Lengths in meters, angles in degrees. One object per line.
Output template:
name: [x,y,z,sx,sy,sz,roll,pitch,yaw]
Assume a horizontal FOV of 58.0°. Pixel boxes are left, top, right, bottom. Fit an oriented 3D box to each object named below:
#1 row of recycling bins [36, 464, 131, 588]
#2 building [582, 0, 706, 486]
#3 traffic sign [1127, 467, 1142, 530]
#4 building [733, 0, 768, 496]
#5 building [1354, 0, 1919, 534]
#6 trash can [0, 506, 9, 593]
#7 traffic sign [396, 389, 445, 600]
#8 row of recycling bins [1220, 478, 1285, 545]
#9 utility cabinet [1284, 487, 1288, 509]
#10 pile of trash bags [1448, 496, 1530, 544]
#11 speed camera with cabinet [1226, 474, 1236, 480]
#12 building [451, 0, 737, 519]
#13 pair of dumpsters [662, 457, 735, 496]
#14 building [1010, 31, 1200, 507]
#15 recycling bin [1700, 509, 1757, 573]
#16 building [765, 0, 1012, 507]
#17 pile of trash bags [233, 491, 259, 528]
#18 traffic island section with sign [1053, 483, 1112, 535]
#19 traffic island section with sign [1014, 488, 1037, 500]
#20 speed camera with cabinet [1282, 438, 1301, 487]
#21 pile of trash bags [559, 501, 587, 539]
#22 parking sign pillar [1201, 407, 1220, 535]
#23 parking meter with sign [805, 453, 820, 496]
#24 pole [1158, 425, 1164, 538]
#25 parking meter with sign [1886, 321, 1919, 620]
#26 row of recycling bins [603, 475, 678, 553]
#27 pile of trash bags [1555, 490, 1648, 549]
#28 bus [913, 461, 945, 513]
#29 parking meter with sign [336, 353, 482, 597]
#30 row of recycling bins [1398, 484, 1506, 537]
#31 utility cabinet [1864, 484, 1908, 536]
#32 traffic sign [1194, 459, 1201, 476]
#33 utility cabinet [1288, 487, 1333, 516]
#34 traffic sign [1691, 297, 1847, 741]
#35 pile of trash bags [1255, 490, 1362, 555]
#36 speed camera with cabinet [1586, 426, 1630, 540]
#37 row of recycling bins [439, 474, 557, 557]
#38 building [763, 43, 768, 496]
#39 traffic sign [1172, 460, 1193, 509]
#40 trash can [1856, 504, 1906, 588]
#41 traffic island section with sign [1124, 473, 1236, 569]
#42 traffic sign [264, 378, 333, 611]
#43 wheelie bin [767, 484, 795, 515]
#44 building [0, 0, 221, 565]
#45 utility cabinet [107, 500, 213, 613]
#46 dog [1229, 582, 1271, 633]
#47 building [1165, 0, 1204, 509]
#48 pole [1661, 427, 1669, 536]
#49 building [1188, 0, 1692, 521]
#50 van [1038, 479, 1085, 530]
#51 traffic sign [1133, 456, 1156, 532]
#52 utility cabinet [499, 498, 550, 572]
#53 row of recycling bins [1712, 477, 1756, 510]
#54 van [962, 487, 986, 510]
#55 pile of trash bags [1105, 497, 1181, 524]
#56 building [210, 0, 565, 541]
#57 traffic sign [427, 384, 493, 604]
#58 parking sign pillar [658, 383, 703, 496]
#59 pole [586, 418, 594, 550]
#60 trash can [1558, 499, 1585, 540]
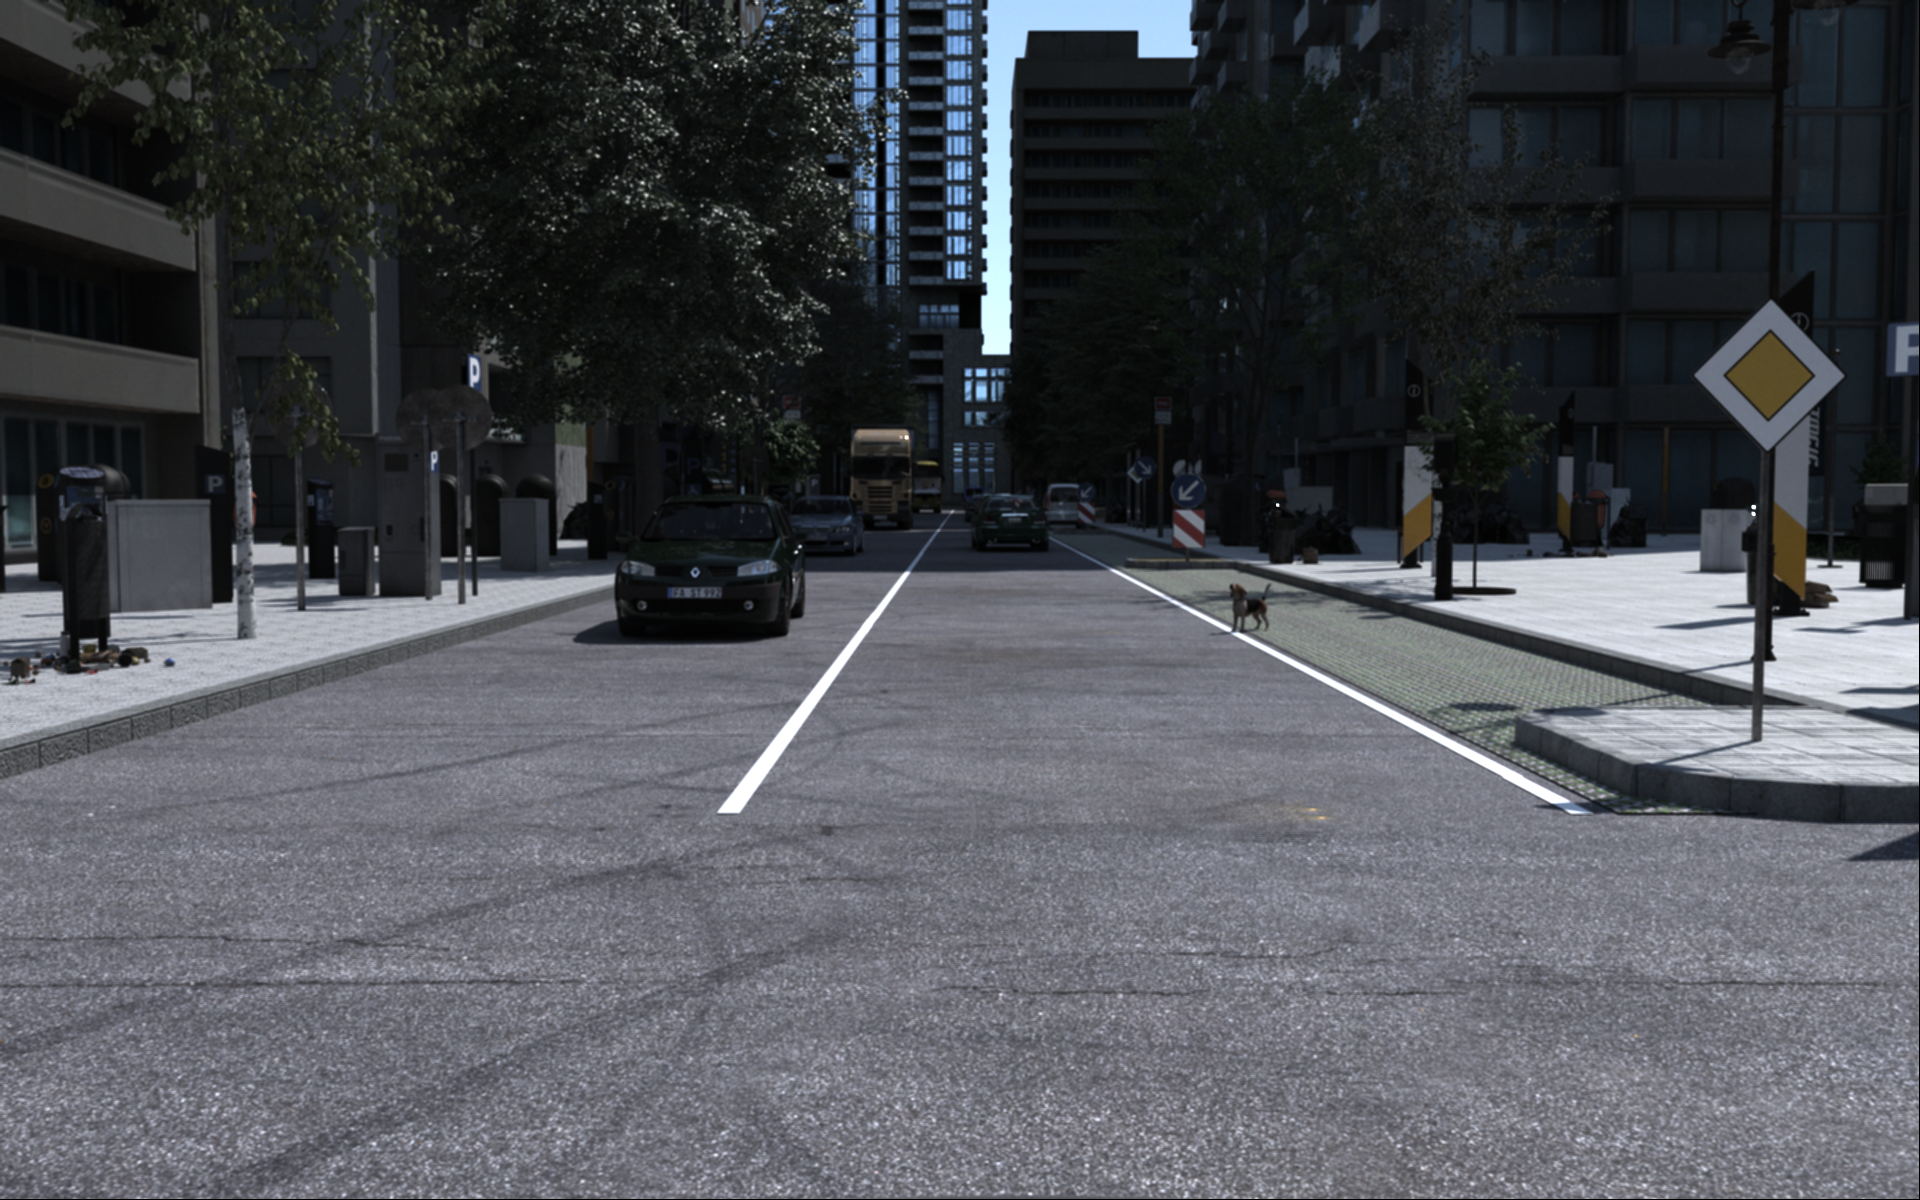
row of recycling bins: [-12.443,-1.073,24.657,1.069,1.692,3.534,-2,4,-33]
building: [-21.488,-19.537,91.127,14.160,30.474,14.107,0,4,0]
traffic sign: [6.329,-3.703,61.729,0.795,2.450,0.064,0,4,8]
building: [-21.057,-28.699,119.335,14.600,45.320,14.200,0,4,0]
building: [25.774,-27.432,68.115,23.786,49.044,30.456,0,4,0]
trash can: [-12.108,-0.591,21.320,0.748,1.137,0.748,0,3,0]
traffic sign: [-6.446,-1.275,20.947,0.768,2.556,0.104,0,4,5]
row of recycling bins: [7.605,-2.328,45.180,1.069,1.692,3.534,2,4,27]
utility cabinet: [10.986,-2.910,56.256,1.173,1.500,0.318,2,4,24]
pile of trash bags: [14.316,-2.154,44.972,3.447,1.369,1.912,1,4,12]
speed camera with cabinet: [13.011,-5.302,81.031,0.660,3.252,2.038,-1,4,-12]
building: [-21.467,-25.786,105.197,14.154,41.232,14.086,0,4,0]
pair of dumpsters: [-6.799,-2.562,44.377,1.574,2.255,4.437,0,4,0]
building: [16.101,-34.375,185.731,21.600,48.544,21.300,0,4,0]
recycling bin: [12.770,-0.990,28.736,0.722,1.027,0.722,3,5,43]
building: [-10.201,-53.296,184.067,31.000,86.520,22.319,0,4,0]
pile of trash bags: [-18.097,-1.864,40.237,3.447,1.369,1.912,-3,4,-38]
traffic island section with sign: [4.333,-3.242,61.639,1.989,1.847,2.006,0,4,0]
traffic island section with sign: [4.483,-6.297,111.576,1.989,1.847,2.006,0,4,0]
speed camera with cabinet: [11.832,-4.146,62.131,0.660,3.252,2.038,0,4,8]
pile of trash bags: [-10.208,-2.496,50.564,1.912,1.369,3.447,1,4,14]
parking sign pillar: [7.835,-4.026,54.298,1.447,3.967,1.447,0,4,2]
parking meter with sign: [-5.758,-4.348,67.355,0.543,3.016,1.738,-1,4,-19]
pole: [5.909,-3.495,50.994,0.158,3.312,0.155,0,3,0]
parking meter with sign: [10.308,-1.335,18.091,1.738,3.016,0.543,-3,4,-39]
row of recycling bins: [-6.931,-1.867,37.632,1.069,1.692,3.534,-2,4,-26]
pile of trash bags: [15.550,-1.958,41.763,1.912,1.369,3.447,2,4,26]
bus: [-2.603,-8.628,132.608,2.896,3.916,12.252,0,4,0]
parking meter with sign: [-6.949,-1.562,21.805,1.738,3.016,0.543,0,4,2]
row of recycling bins: [14.703,-2.735,51.835,1.069,1.692,3.534,-3,5,-44]
utility cabinet: [20.508,-1.793,37.999,1.173,1.500,0.318,3,4,38]
traffic sign: [8.781,-3.801,62.255,0.768,2.556,0.104,0,4,1]
utility cabinet: [10.377,-2.594,51.093,1.173,1.500,0.318,1,4,15]
traffic sign: [4.140,-0.324,8.943,0.795,2.450,0.064,0,4,0]
pile of trash bags: [7.404,-1.731,38.060,1.912,1.369,3.447,-1,4,-10]
speed camera with cabinet: [18.593,-3.384,49.663,0.660,3.252,2.038,0,4,1]
row of recycling bins: [-10.189,-1.766,35.989,3.534,1.692,1.069,-1,4,-12]
building: [-29.097,-29.719,140.527,28.867,44.769,22.147,0,4,0]
traffic sign: [8.244,-3.918,64.159,0.768,2.556,0.104,0,4,1]
trash can: [12.699,-0.741,23.768,0.748,1.137,0.748,0,3,0]
traffic island section with sign: [4.235,-1.531,33.666,1.989,1.847,2.006,0,4,0]
traffic sign: [-7.240,-1.154,18.967,0.768,2.556,0.104,0,4,4]
wheelie bin: [-5.613,-2.823,54.066,0.980,1.594,0.693,-1,4,-18]
building: [-26.850,-24.611,26.097,21.300,48.544,21.600,0,4,0]
utility cabinet: [-8.828,-0.486,19.109,0.306,1.237,1.020,3,5,43]
dog: [3.025,0.076,18.041,0.406,0.507,0.540,1,4,12]
building: [26.598,-50.287,134.870,22.319,86.520,31.000,0,4,0]
pole: [21.452,-3.599,52.679,0.158,3.312,0.155,0,3,0]
building: [26.054,-29.709,105.345,23.786,49.044,30.456,0,4,0]
van: [4.124,-3.802,69.171,2.013,2.044,4.112,0,4,1]
traffic sign: [6.226,-3.567,58.421,0.768,2.556,0.104,0,4,3]
utility cabinet: [-7.232,-1.077,28.774,1.020,1.237,0.306,3,5,41]
row of recycling bins: [19.400,-2.217,43.358,1.069,1.692,3.534,1,4,21]
van: [1.283,-9.273,156.005,2.240,2.365,5.245,0,3,0]
pile of trash bags: [8.065,-4.048,75.942,3.447,1.369,1.912,1,4,9]
building: [-19.842,-22.538,52.094,14.154,41.232,14.086,0,4,0]
traffic sign: [-5.815,-1.225,20.141,0.768,2.556,0.104,0,4,3]
parking sign pillar: [-6.318,-3.192,40.656,1.447,3.967,1.447,-1,4,-14]
pole: [-8.480,-2.806,39.724,0.158,3.312,0.155,0,3,0]
trash can: [17.203,-2.273,48.823,0.748,1.137,0.748,0,3,0]
